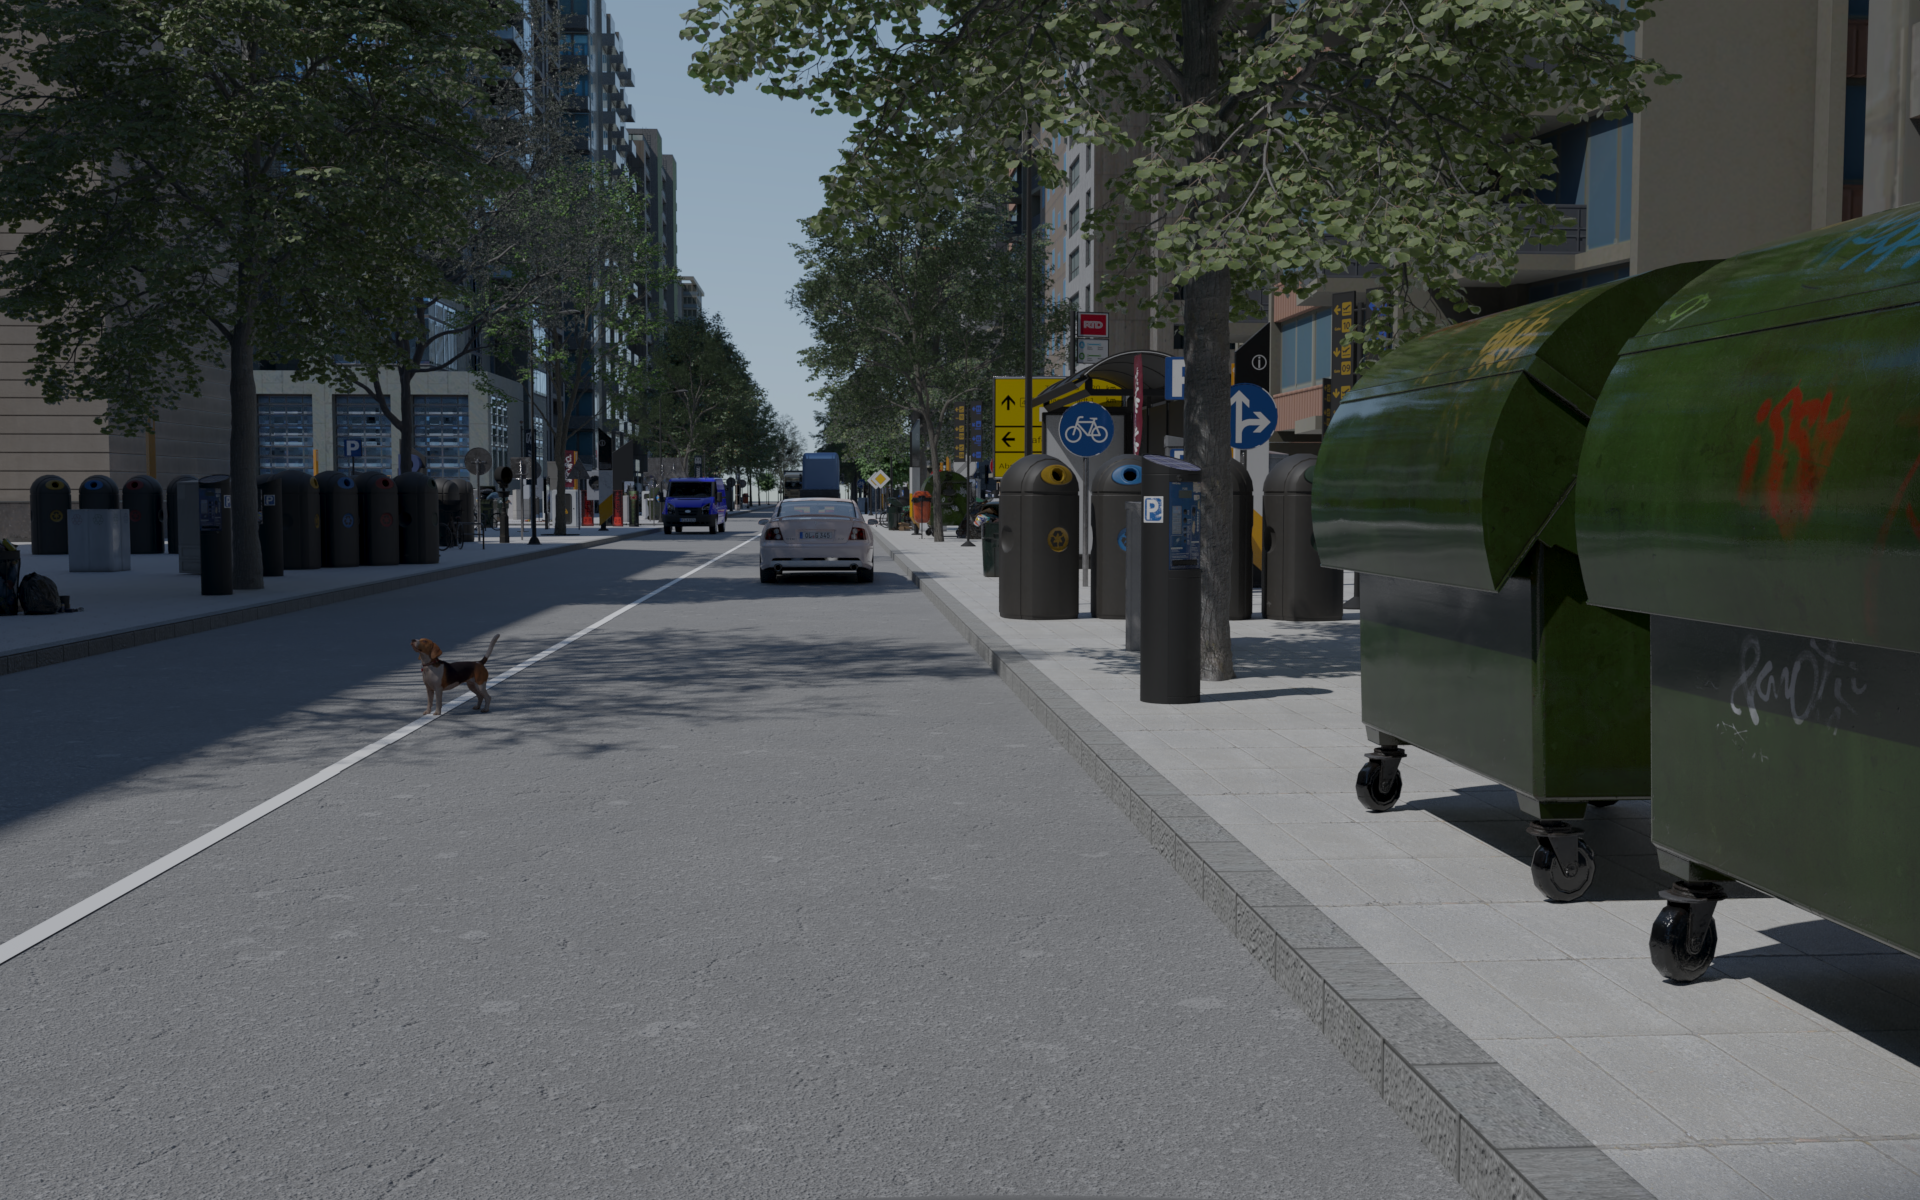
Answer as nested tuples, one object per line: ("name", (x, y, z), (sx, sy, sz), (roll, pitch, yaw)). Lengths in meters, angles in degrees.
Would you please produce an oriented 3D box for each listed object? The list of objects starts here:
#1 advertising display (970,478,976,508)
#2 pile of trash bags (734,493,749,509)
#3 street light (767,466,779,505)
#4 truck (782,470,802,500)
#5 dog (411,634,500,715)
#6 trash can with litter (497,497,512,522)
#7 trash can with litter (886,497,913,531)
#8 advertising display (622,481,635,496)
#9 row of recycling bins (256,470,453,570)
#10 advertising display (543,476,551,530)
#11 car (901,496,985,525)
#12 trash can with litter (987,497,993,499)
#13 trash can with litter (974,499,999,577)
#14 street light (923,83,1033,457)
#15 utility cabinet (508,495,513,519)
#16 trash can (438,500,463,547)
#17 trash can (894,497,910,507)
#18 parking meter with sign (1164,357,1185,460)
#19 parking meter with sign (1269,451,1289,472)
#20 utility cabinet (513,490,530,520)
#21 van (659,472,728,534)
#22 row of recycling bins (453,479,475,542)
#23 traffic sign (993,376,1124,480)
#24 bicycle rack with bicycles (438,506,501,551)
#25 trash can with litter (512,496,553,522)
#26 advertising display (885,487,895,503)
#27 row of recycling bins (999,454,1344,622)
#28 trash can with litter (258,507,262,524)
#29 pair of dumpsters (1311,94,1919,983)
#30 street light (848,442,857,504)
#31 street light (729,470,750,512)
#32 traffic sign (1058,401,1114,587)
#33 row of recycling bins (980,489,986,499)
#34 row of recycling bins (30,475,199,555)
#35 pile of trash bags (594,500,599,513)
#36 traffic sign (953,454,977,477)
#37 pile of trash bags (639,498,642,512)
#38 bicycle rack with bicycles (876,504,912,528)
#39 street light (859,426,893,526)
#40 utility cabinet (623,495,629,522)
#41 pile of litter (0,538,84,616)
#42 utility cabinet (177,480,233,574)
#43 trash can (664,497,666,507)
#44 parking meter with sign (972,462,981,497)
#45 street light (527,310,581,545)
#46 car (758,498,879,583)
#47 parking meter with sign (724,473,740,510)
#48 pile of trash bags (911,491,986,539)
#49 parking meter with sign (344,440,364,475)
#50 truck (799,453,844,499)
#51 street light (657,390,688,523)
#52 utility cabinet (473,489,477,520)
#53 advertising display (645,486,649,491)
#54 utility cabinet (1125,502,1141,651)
("advertising display", (0.405, -3.996, 70.551), (0.123, 1.923, 0.974), (2, 4, 24))
("pile of trash bags", (-19.373, -8.547, 149.488), (3.447, 1.369, 1.912), (3, 5, 44))
("street light", (-21.920, -14.108, 203.204), (1.470, 5.913, 1.316), (0, 4, -4))
("truck", (-19.749, -13.304, 206.438), (2.839, 4.237, 11.283), (0, 4, -5))
("dog", (-3.286, 0.488, 11.305), (0.406, 0.507, 0.540), (0, 4, 5))
("trash can with litter", (-21.247, -4.199, 80.033), (0.624, 1.170, 1.055), (1, 4, 23))
("trash can with litter", (-2.081, -3.003, 60.486), (1.055, 1.170, 0.624), (3, 5, 43))
("advertising display", (-15.853, -4.747, 82.830), (0.123, 1.923, 0.974), (1, 4, 21))
("row of recycling bins", (-10.768, -1.445, 30.745), (1.069, 1.692, 3.534), (2, 4, 29))
("advertising display", (-15.040, -3.538, 63.060), (0.123, 1.923, 0.974), (0, 4, -6))
("car", (-0.542, -3.766, 73.373), (4.920, 1.459, 2.131), (0, 4, -4))
("trash can with litter", (0.613, -2.786, 56.931), (1.055, 1.170, 0.624), (2, 4, 29))
("trash can with litter", (0.542, -0.959, 27.060), (0.624, 1.170, 1.055), (0, 4, 2))
("street light", (0.241, -2.880, 19.634), (1.470, 5.913, 1.316), (0, 4, -4))
("utility cabinet", (-23.081, -4.780, 89.313), (1.020, 1.237, 0.306), (3, 5, 39))
("trash can", (-12.555, -1.885, 42.481), (0.748, 1.137, 0.748), (0, 3, 0))
("trash can", (-3.109, -4.650, 87.684), (0.748, 1.137, 0.748), (0, 3, 0))
("parking meter with sign", (2.947, -1.628, 22.887), (0.543, 3.016, 1.738), (0, 4, 5))
("parking meter with sign", (5.389, -2.068, 30.073), (0.543, 3.016, 1.738), (3, 4, 39))
("utility cabinet", (-21.584, -4.718, 85.816), (0.318, 1.500, 1.173), (3, 5, 40))
("van", (-9.700, -3.614, 63.480), (2.240, 2.365, 5.245), (0, 4, -3))
("row of recycling bins", (-13.793, -2.325, 45.128), (1.069, 1.692, 3.534), (1, 4, 16))
("traffic sign", (1.696, -2.206, 29.937), (2.265, 3.308, 0.079), (0, 4, 1))
("bicycle rack with bicycles", (-12.271, -1.627, 39.986), (2.852, 0.926, 2.925), (-3, 4, -38))
("trash can with litter", (-19.197, -4.166, 79.169), (2.233, 1.210, 1.678), (1, 4, 23))
("advertising display", (-6.004, -8.631, 146.336), (0.974, 1.923, 0.123), (1, 4, 14))
("row of recycling bins", (2.156, -0.660, 17.902), (3.534, 1.692, 1.069), (0, 4, 4))
("trash can with litter", (-12.893, -1.288, 32.445), (0.624, 1.170, 1.055), (-2, 4, -26))
("pair of dumpsters", (2.372, -0.152, 4.973), (1.574, 2.255, 4.437), (0, 4, -4))
("street light", (-5.835, -7.963, 102.735), (1.470, 5.913, 1.316), (0, 4, -4))
("street light", (-16.255, -9.450, 127.049), (1.470, 5.913, 1.316), (0, 4, -4))
("traffic sign", (1.737, -1.456, 23.910), (0.768, 2.556, 0.104), (0, 4, 0))
("row of recycling bins", (1.122, -7.457, 129.030), (1.069, 1.692, 3.534), (2, 4, 30))
("row of recycling bins", (-18.027, -1.837, 37.140), (3.534, 1.692, 1.069), (-1, 4, -11))
("pile of trash bags", (-23.343, -6.437, 114.997), (1.912, 1.369, 3.447), (-1, 4, -19))
("traffic sign", (0.148, -3.350, 54.879), (0.768, 2.556, 0.104), (0, 4, 4))
("pile of trash bags", (-28.588, -8.520, 149.048), (1.912, 1.369, 3.447), (0, 4, 3))
("bicycle rack with bicycles", (-1.948, -3.252, 66.548), (2.925, 0.926, 2.852), (-1, 4, -16))
("street light", (-3.301, -5.942, 69.694), (1.470, 5.913, 1.316), (0, 4, -4))
("utility cabinet", (-15.079, -4.160, 79.184), (0.306, 1.237, 1.020), (1, 4, 18))
("pile of litter", (-10.320, -0.274, 18.441), (1.719, 0.858, 1.176), (-1, 4, -21))
("utility cabinet", (-11.906, -1.152, 27.511), (1.173, 1.500, 0.318), (2, 4, 27))
("trash can", (-14.871, -4.720, 88.823), (0.748, 1.137, 0.748), (0, 3, 0))
("parking meter with sign", (0.733, -5.185, 81.040), (0.543, 3.016, 1.738), (1, 4, 9))
("street light", (-10.258, -4.358, 43.790), (1.470, 5.913, 1.316), (0, 4, -4))
("car", (-2.408, -1.041, 29.386), (2.083, 1.381, 4.827), (0, 4, -4))
("parking meter with sign", (-19.175, -9.023, 143.789), (1.738, 3.016, 0.543), (2, 4, 25))
("pile of trash bags", (0.321, -2.439, 49.637), (3.447, 1.369, 1.912), (0, 4, 0))
("parking meter with sign", (-19.427, -3.667, 56.210), (0.543, 3.016, 1.738), (0, 4, -3))
("truck", (-8.733, -7.160, 106.817), (2.967, 4.110, 18.799), (0, 4, -3))
("street light", (-12.796, -6.403, 77.228), (1.470, 5.913, 1.316), (0, 4, -4))
("utility cabinet", (-22.164, -4.313, 79.202), (0.318, 1.500, 1.173), (0, 4, 7))
("advertising display", (-23.674, -7.789, 132.561), (0.974, 1.923, 0.123), (-3, 4, -39))
("utility cabinet", (1.699, -0.207, 14.545), (0.306, 1.237, 1.020), (2, 4, 25))
